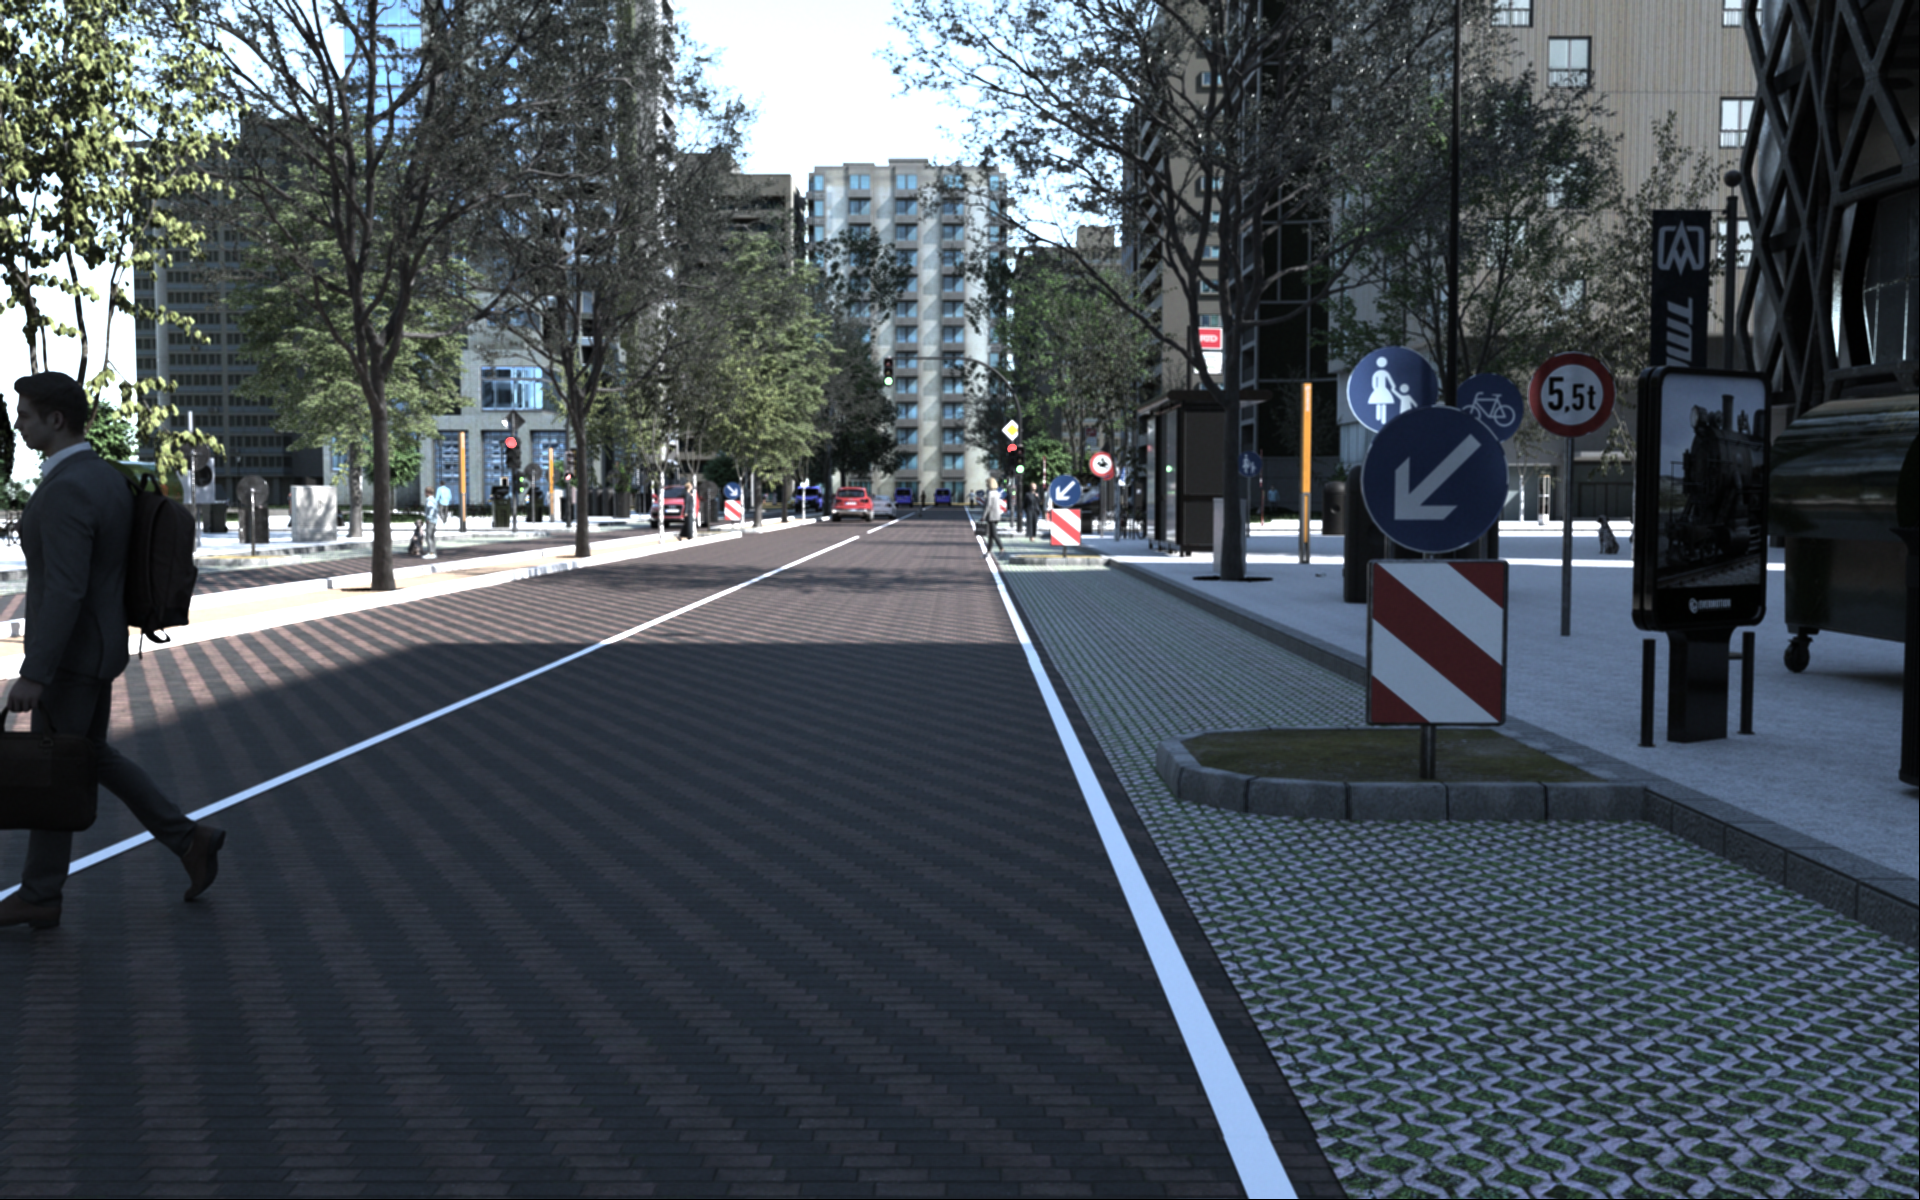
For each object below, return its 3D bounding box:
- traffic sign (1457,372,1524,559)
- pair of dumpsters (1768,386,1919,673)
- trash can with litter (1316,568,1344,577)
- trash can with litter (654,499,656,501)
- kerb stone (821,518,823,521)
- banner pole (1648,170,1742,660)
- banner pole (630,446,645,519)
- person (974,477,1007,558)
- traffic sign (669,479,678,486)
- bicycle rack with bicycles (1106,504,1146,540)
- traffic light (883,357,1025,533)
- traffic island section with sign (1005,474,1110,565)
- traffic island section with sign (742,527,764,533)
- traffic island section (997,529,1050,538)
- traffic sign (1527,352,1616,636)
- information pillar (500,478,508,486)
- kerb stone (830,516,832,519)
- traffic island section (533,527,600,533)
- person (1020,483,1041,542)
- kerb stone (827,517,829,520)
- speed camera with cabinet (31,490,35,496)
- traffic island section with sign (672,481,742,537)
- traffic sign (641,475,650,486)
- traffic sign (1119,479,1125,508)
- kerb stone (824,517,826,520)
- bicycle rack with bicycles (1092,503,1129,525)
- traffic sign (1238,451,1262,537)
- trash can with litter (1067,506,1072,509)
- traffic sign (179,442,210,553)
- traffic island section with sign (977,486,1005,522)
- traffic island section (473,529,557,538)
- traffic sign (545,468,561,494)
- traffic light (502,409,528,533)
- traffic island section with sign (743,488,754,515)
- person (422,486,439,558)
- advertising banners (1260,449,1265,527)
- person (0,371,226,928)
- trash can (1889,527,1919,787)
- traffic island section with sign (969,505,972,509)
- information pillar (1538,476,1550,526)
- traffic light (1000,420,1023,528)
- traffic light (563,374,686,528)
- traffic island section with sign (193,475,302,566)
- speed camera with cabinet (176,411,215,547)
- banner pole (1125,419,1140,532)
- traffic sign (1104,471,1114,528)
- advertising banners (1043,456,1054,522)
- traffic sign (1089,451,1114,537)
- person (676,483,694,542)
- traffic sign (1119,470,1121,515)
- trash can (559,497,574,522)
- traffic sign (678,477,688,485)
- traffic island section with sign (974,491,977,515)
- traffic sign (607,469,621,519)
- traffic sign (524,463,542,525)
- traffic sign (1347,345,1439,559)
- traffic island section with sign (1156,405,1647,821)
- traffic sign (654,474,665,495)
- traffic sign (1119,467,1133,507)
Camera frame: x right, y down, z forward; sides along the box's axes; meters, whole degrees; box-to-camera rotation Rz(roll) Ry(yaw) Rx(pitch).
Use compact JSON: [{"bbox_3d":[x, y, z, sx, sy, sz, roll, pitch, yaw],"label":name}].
[{"bbox_3d":[5.530,-1.111,18.265,0.768,2.556,0.104,0,4,0],"label":"traffic sign"},{"bbox_3d":[6.561,-0.483,10.398,1.574,2.255,4.437,0,3,0],"label":"pair of dumpsters"},{"bbox_3d":[6.496,-0.937,26.375,1.678,1.210,2.233,-3,5,-43],"label":"trash can with litter"},{"bbox_3d":[-18.824,-6.067,110.259,2.233,1.210,1.678,-1,4,-23],"label":"trash can with litter"},{"bbox_3d":[-7.458,-4.227,91.310,0.120,0.150,1.000,0,3,0],"label":"kerb stone"},{"bbox_3d":[5.744,-1.436,13.489,0.863,3.779,0.401,0,4,-2],"label":"banner pole"},{"bbox_3d":[-16.988,-6.170,90.902,0.863,3.779,0.401,2,4,32],"label":"banner pole"},{"bbox_3d":[0.697,-1.815,38.350,0.728,1.800,0.709,2,4,29],"label":"person"},{"bbox_3d":[-19.526,-7.098,118.187,0.606,2.300,0.079,0,4,2],"label":"traffic sign"},{"bbox_3d":[5.671,-2.208,49.488,2.852,0.926,2.925,0,4,3],"label":"bicycle rack with bicycles"},{"bbox_3d":[-0.136,-5.061,57.417,4.771,5.953,1.251,0,3,0],"label":"traffic light"},{"bbox_3d":[2.003,-1.640,35.447,1.989,1.847,2.006,0,3,0],"label":"traffic island section with sign"},{"bbox_3d":[-8.488,-3.497,65.317,2.006,1.907,1.989,0,3,0],"label":"traffic island section with sign"},{"bbox_3d":[1.996,-2.165,57.673,2.009,0.180,2.903,0,3,0],"label":"traffic island section"},{"bbox_3d":[5.486,-0.948,15.614,0.768,2.556,0.104,0,4,7],"label":"traffic sign"},{"bbox_3d":[-20.283,-4.440,77.092,0.304,2.012,0.304,-2,4,-25],"label":"information pillar"},{"bbox_3d":[-7.458,-4.604,97.475,0.120,0.150,1.000,0,3,0],"label":"kerb stone"},{"bbox_3d":[-14.847,-2.653,65.659,2.009,0.180,2.903,0,3,0],"label":"traffic island section"},{"bbox_3d":[2.135,-2.640,52.080,0.576,1.772,0.534,-2,4,-33],"label":"person"},{"bbox_3d":[-7.465,-4.477,95.422,0.120,0.150,1.000,0,3,0],"label":"kerb stone"},{"bbox_3d":[-36.365,-4.605,69.632,2.038,3.252,0.660,1,4,17],"label":"speed camera with cabinet"},{"bbox_3d":[-8.496,-3.044,57.909,2.006,1.907,1.989,0,3,0],"label":"traffic island section with sign"},{"bbox_3d":[-20.723,-6.953,113.791,0.768,2.556,0.104,0,4,8],"label":"traffic sign"},{"bbox_3d":[8.072,-5.099,85.501,0.606,2.300,0.079,0,4,5],"label":"traffic sign"},{"bbox_3d":[-7.452,-4.351,93.363,0.120,0.150,1.000,0,3,0],"label":"kerb stone"},{"bbox_3d":[6.769,-3.572,71.788,2.925,0.926,2.852,3,5,42],"label":"bicycle rack with bicycles"},{"bbox_3d":[8.535,-3.126,51.213,0.768,2.556,0.104,0,4,1],"label":"traffic sign"},{"bbox_3d":[4.955,-4.104,78.492,0.624,1.170,1.055,1,4,9],"label":"trash can with litter"},{"bbox_3d":[-16.755,-2.309,37.850,0.768,2.556,0.104,1,4,9],"label":"traffic sign"},{"bbox_3d":[1.997,-4.993,90.257,1.989,1.847,2.006,0,3,0],"label":"traffic island section with sign"},{"bbox_3d":[-14.845,-2.165,57.674,2.009,0.180,2.903,0,3,0],"label":"traffic island section"},{"bbox_3d":[-19.593,-5.091,83.338,0.768,2.556,0.104,0,4,6],"label":"traffic sign"},{"bbox_3d":[-14.805,-4.197,57.540,0.839,4.253,0.868,0,3,0],"label":"traffic light"},{"bbox_3d":[-14.525,-6.693,118.057,1.989,1.847,2.006,0,3,0],"label":"traffic island section with sign"},{"bbox_3d":[-11.866,-1.744,38.822,0.330,1.601,0.589,0,4,5],"label":"person"},{"bbox_3d":[11.906,-4.407,68.234,0.090,3.025,2.074,1,4,14],"label":"advertising banners"},{"bbox_3d":[-2.903,0.165,5.768,0.822,1.834,0.622,-2,4,-25],"label":"person"},{"bbox_3d":[4.302,0.269,7.263,0.748,1.137,0.748,0,3,0],"label":"trash can"},{"bbox_3d":[1.967,-11.379,194.668,1.989,1.847,2.006,0,3,0],"label":"traffic island section with sign"},{"bbox_3d":[23.453,-3.981,69.576,0.304,2.012,0.304,-2,4,-28],"label":"information pillar"},{"bbox_3d":[1.955,-4.686,65.544,0.839,4.253,0.868,0,3,0],"label":"traffic light"},{"bbox_3d":[-12.715,-5.559,65.560,4.771,5.953,1.251,0,3,0],"label":"traffic light"},{"bbox_3d":[-14.509,-1.617,35.064,1.989,1.847,2.006,0,3,0],"label":"traffic island section with sign"},{"bbox_3d":[-18.660,-2.843,40.811,0.660,3.252,2.038,3,4,37],"label":"speed camera with cabinet"},{"bbox_3d":[5.743,-4.172,58.234,0.401,3.779,0.863,-1,4,-22],"label":"banner pole"},{"bbox_3d":[5.437,-3.954,64.759,0.768,2.556,0.104,1,4,8],"label":"traffic sign"},{"bbox_3d":[4.098,-5.139,80.217,0.090,3.025,2.074,1,4,18],"label":"advertising banners"},{"bbox_3d":[4.225,-3.143,51.490,0.768,2.556,0.104,0,4,3],"label":"traffic sign"},{"bbox_3d":[-8.077,-2.587,51.212,0.534,1.772,0.576,-2,4,-32],"label":"person"},{"bbox_3d":[8.500,-5.602,91.703,0.768,2.556,0.104,0,4,1],"label":"traffic sign"},{"bbox_3d":[-18.286,-4.218,80.625,0.748,1.137,0.748,0,3,0],"label":"trash can"},{"bbox_3d":[-20.957,-7.999,130.895,0.768,2.556,0.104,1,4,10],"label":"traffic sign"},{"bbox_3d":[1.989,-6.674,117.753,1.989,1.847,2.006,0,3,0],"label":"traffic island section with sign"},{"bbox_3d":[-17.757,-5.436,88.987,0.768,2.556,0.104,0,4,1],"label":"traffic sign"},{"bbox_3d":[-17.547,-4.349,71.208,0.768,2.556,0.104,0,4,2],"label":"traffic sign"},{"bbox_3d":[3.715,-0.908,14.945,0.768,2.556,0.104,0,4,8],"label":"traffic sign"},{"bbox_3d":[2.009,0.008,8.491,1.989,1.847,2.006,0,3,0],"label":"traffic island section with sign"},{"bbox_3d":[-18.822,-6.609,108.156,0.768,2.556,0.104,0,4,8],"label":"traffic sign"},{"bbox_3d":[7.725,-4.903,80.278,0.768,2.556,0.104,0,4,1],"label":"traffic sign"}]
